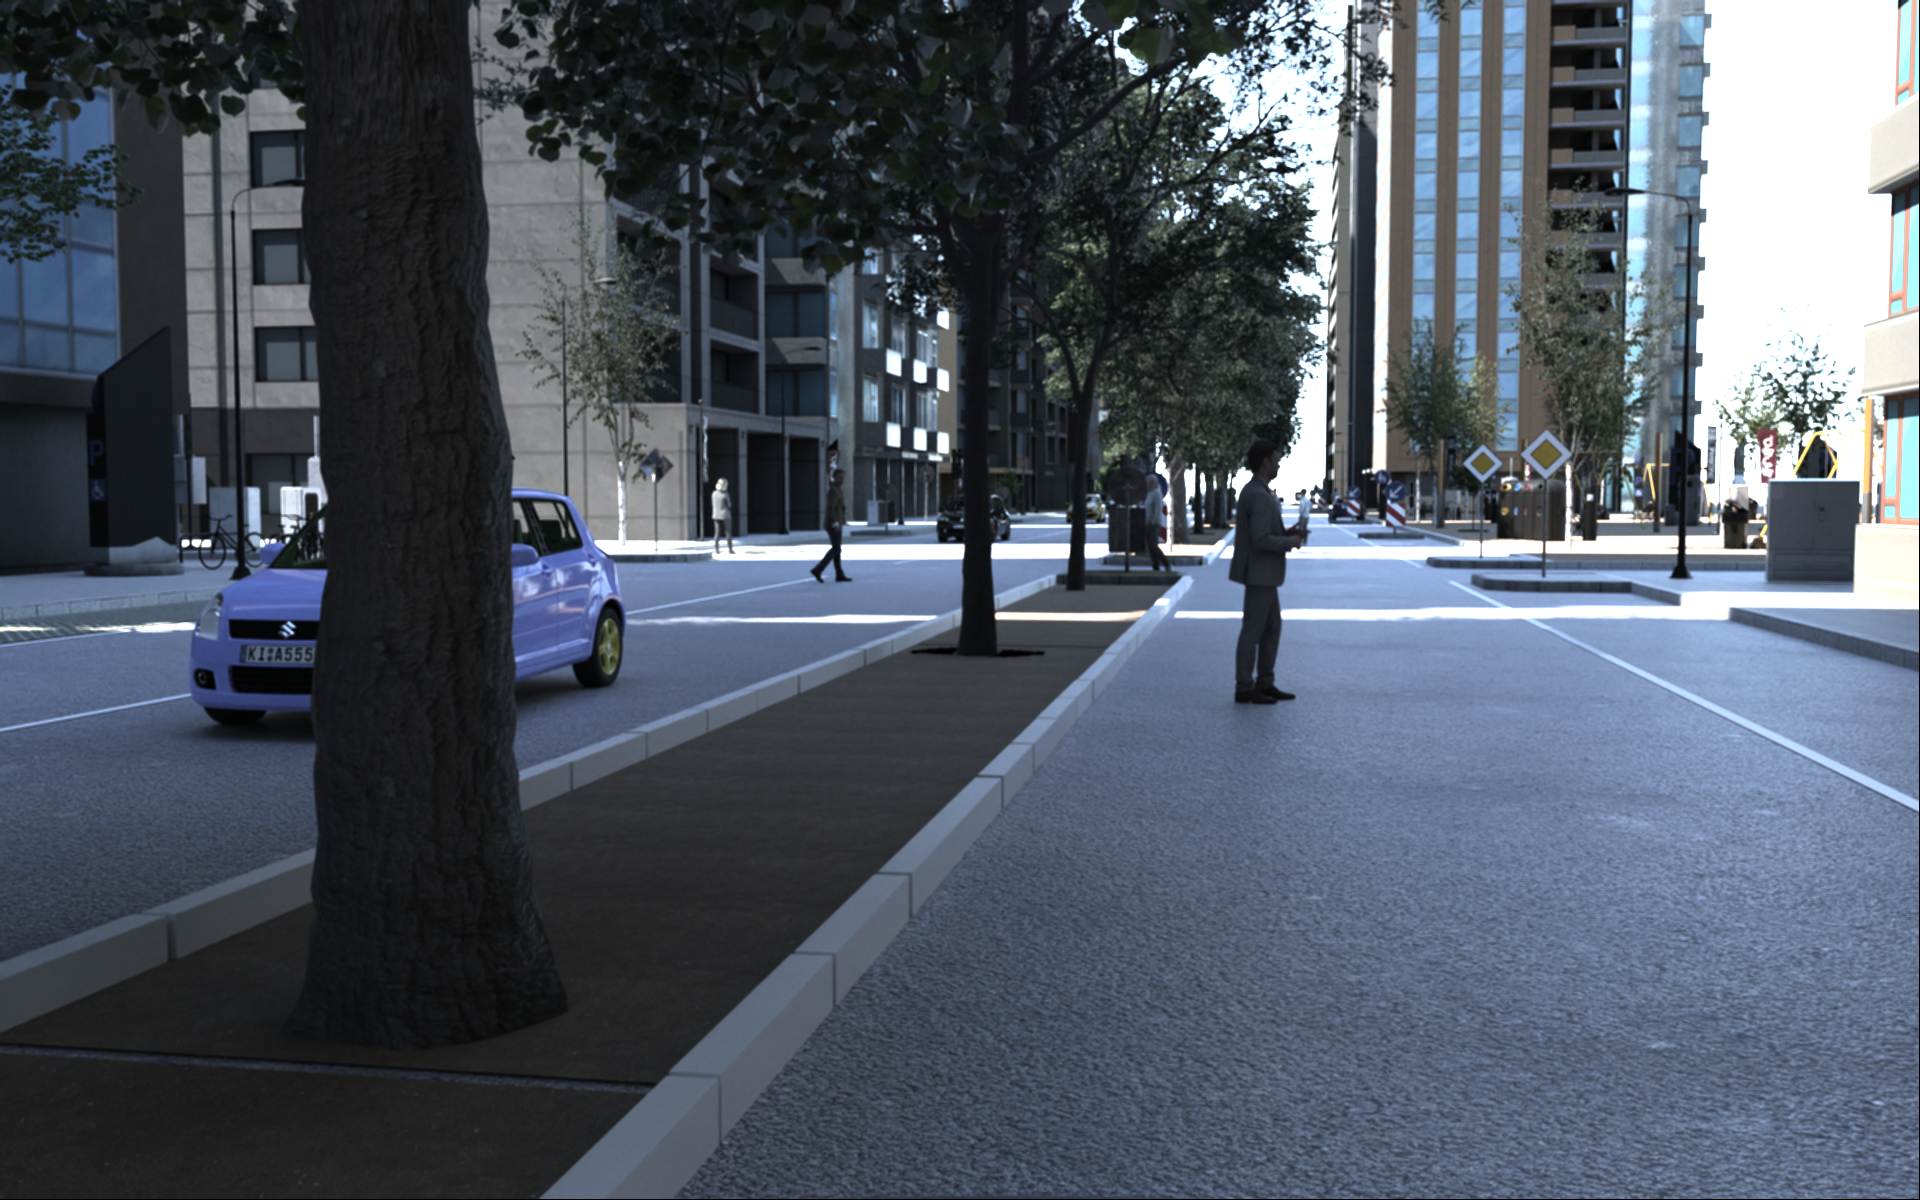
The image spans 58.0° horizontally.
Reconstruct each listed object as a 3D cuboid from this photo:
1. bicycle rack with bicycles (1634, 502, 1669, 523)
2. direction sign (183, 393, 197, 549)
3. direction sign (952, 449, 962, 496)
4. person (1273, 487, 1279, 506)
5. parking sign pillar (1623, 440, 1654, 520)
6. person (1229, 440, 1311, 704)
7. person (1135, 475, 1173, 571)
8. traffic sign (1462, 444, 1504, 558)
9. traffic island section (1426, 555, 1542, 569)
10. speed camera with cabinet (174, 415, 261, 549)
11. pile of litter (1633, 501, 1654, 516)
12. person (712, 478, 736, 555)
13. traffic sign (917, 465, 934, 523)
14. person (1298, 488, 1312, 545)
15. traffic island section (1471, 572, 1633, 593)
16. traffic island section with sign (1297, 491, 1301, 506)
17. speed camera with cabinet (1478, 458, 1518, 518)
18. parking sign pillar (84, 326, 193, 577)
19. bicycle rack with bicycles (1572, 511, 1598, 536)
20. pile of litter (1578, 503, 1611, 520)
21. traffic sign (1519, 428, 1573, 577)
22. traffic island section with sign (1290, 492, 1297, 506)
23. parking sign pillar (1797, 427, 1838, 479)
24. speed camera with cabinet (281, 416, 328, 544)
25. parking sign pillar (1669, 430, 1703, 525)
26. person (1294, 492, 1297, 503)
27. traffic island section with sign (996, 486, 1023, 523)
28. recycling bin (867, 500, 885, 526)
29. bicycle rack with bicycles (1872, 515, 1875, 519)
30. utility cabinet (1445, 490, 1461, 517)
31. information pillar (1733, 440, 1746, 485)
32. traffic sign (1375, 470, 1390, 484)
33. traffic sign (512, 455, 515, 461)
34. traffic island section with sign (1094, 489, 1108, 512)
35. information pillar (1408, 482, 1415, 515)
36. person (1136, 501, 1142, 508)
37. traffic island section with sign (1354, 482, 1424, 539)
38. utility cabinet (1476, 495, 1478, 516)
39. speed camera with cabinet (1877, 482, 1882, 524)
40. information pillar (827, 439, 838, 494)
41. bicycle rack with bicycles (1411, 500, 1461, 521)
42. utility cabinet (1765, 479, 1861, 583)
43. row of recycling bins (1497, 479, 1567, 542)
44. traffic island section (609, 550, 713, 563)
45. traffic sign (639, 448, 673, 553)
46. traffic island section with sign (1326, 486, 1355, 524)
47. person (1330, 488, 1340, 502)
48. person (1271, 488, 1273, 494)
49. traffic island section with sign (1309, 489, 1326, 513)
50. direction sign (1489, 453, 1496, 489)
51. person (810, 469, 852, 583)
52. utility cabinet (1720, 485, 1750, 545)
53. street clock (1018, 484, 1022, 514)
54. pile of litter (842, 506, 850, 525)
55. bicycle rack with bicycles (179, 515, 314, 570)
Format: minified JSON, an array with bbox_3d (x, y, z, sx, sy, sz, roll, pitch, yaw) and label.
[{"bbox_3d":[32.077,-3.985,78.542,2.925,0.926,2.852,0,4,-6],"label":"bicycle rack with bicycles"},{"bbox_3d":[-17.487,-2.891,39.267,0.379,3.537,0.876,-2,4,-32],"label":"direction sign"},{"bbox_3d":[-0.159,-5.825,87.228,0.379,3.537,0.876,-2,4,-34],"label":"direction sign"},{"bbox_3d":[18.278,-5.611,100.250,0.388,1.821,0.555,2,4,32],"label":"person"},{"bbox_3d":[33.712,-5.964,85.981,1.447,3.967,1.447,1,4,21],"label":"parking sign pillar"},{"bbox_3d":[2.145,-0.194,11.877,0.583,1.804,0.606,0,4,-2],"label":"person"},{"bbox_3d":[3.352,-1.281,29.933,0.515,1.767,0.782,-1,4,-13],"label":"person"},{"bbox_3d":[10.390,-1.886,34.482,0.795,2.450,0.064,1,4,10],"label":"traffic sign"},{"bbox_3d":[10.414,-0.751,34.555,2.009,0.180,2.903,1,4,10],"label":"traffic island section"},{"bbox_3d":[-17.506,-2.831,40.618,2.038,3.252,0.660,1,4,9],"label":"speed camera with cabinet"},{"bbox_3d":[40.828,-5.424,102.642,1.176,0.858,1.719,-3,5,-43],"label":"pile of litter"},{"bbox_3d":[-5.582,-1.961,40.754,0.537,1.800,0.526,3,4,38],"label":"person"},{"bbox_3d":[-1.499,-4.629,75.796,0.768,2.556,0.104,1,4,13],"label":"traffic sign"},{"bbox_3d":[9.662,-2.347,48.688,0.589,1.601,0.330,-3,5,-41],"label":"person"},{"bbox_3d":[9.013,-0.270,26.693,2.009,0.180,2.903,1,4,10],"label":"traffic island section"},{"bbox_3d":[32.385,-9.237,159.659,1.989,1.847,2.006,1,4,10],"label":"traffic island section with sign"},{"bbox_3d":[29.305,-6.120,94.397,0.660,3.252,2.038,-3,5,-45],"label":"speed camera with cabinet"},{"bbox_3d":[-13.121,-2.382,27.419,1.447,3.967,1.447,2,4,23],"label":"parking sign pillar"},{"bbox_3d":[18.213,-2.457,53.557,2.925,0.926,2.852,0,4,4],"label":"bicycle rack with bicycles"},{"bbox_3d":[31.067,-4.329,84.742,1.719,0.858,1.176,0,4,5],"label":"pile of litter"},{"bbox_3d":[8.989,-1.405,26.620,0.795,2.450,0.064,1,4,10],"label":"traffic sign"},{"bbox_3d":[41.929,-12.517,213.277,1.989,1.847,2.006,1,4,10],"label":"traffic island section with sign"},{"bbox_3d":[33.702,-4.916,68.854,1.447,3.967,1.447,-3,5,-45],"label":"parking sign pillar"},{"bbox_3d":[-16.188,-2.991,43.237,0.660,3.252,2.038,0,4,7],"label":"speed camera with cabinet"},{"bbox_3d":[30.164,-5.111,72.043,1.447,3.967,1.447,-2,4,-26],"label":"parking sign pillar"},{"bbox_3d":[50.826,-15.517,262.217,1.348,1.822,0.705,-1,4,-14],"label":"person"},{"bbox_3d":[2.122,-4.768,86.583,1.989,1.847,2.006,1,4,10],"label":"traffic island section with sign"},{"bbox_3d":[-3.334,-3.444,68.869,0.722,1.027,0.722,0,4,-3],"label":"recycling bin"},{"bbox_3d":[31.333,-2.641,56.568,2.925,0.926,2.852,1,4,13],"label":"bicycle rack with bicycles"},{"bbox_3d":[26.882,-5.262,94.708,0.318,1.500,1.173,-2,4,-25],"label":"utility cabinet"},{"bbox_3d":[33.675,-5.107,74.848,0.504,3.616,0.183,-1,4,-8],"label":"information pillar"},{"bbox_3d":[22.222,-5.572,91.207,0.768,2.556,0.104,1,4,16],"label":"traffic sign"},{"bbox_3d":[-7.985,-1.591,29.653,0.795,2.450,0.064,1,4,10],"label":"traffic sign"},{"bbox_3d":[10.902,-7.783,135.885,1.989,1.847,2.006,1,4,10],"label":"traffic island section with sign"},{"bbox_3d":[27.099,-6.083,103.947,0.304,2.012,0.304,0,4,7],"label":"information pillar"},{"bbox_3d":[10.675,-5.744,102.637,0.478,1.798,0.641,-2,4,-27],"label":"person"},{"bbox_3d":[13.921,-2.899,56.024,1.989,1.847,2.006,1,4,10],"label":"traffic island section with sign"},{"bbox_3d":[30.982,-5.642,103.405,0.306,1.237,1.020,1,4,11],"label":"utility cabinet"},{"bbox_3d":[13.217,-1.764,23.175,0.660,3.252,2.038,-1,4,-9],"label":"speed camera with cabinet"},{"bbox_3d":[-5.368,-5.006,73.210,0.504,3.616,0.183,1,4,15],"label":"information pillar"},{"bbox_3d":[23.047,-4.297,83.631,2.852,0.926,2.925,1,4,16],"label":"bicycle rack with bicycles"},{"bbox_3d":[12.283,-0.996,24.957,1.173,1.500,0.318,1,4,18],"label":"utility cabinet"},{"bbox_3d":[15.988,-2.519,48.303,1.069,1.692,3.534,0,4,-3],"label":"row of recycling bins"},{"bbox_3d":[-6.609,-0.936,37.581,2.009,0.180,2.903,1,4,10],"label":"traffic island section"},{"bbox_3d":[-6.585,-2.072,37.515,0.795,2.450,0.064,1,4,10],"label":"traffic sign"},{"bbox_3d":[18.773,-4.568,83.310,1.989,1.847,2.006,1,4,10],"label":"traffic island section with sign"},{"bbox_3d":[22.873,-5.916,105.431,0.606,1.804,0.583,2,4,29],"label":"person"},{"bbox_3d":[14.739,-4.446,82.202,0.522,1.701,0.512,0,4,-8],"label":"person"},{"bbox_3d":[27.611,-7.603,132.932,1.989,1.847,2.006,1,4,10],"label":"traffic island section with sign"},{"bbox_3d":[29.611,-6.411,96.815,0.379,3.537,0.876,-2,4,-28],"label":"direction sign"},{"bbox_3d":[-2.056,-1.207,28.138,0.836,1.842,0.656,-3,4,-37],"label":"person"},{"bbox_3d":[19.008,-2.071,42.535,0.318,1.500,1.173,0,4,7],"label":"utility cabinet"},{"bbox_3d":[3.921,-6.593,112.358,0.358,2.002,0.471,0,4,-5],"label":"street clock"},{"bbox_3d":[-5.191,-3.554,72.067,1.176,0.858,1.719,-1,4,-15],"label":"pile of litter"},{"bbox_3d":[-11.842,-1.003,29.786,2.852,0.926,2.925,1,4,11],"label":"bicycle rack with bicycles"}]
